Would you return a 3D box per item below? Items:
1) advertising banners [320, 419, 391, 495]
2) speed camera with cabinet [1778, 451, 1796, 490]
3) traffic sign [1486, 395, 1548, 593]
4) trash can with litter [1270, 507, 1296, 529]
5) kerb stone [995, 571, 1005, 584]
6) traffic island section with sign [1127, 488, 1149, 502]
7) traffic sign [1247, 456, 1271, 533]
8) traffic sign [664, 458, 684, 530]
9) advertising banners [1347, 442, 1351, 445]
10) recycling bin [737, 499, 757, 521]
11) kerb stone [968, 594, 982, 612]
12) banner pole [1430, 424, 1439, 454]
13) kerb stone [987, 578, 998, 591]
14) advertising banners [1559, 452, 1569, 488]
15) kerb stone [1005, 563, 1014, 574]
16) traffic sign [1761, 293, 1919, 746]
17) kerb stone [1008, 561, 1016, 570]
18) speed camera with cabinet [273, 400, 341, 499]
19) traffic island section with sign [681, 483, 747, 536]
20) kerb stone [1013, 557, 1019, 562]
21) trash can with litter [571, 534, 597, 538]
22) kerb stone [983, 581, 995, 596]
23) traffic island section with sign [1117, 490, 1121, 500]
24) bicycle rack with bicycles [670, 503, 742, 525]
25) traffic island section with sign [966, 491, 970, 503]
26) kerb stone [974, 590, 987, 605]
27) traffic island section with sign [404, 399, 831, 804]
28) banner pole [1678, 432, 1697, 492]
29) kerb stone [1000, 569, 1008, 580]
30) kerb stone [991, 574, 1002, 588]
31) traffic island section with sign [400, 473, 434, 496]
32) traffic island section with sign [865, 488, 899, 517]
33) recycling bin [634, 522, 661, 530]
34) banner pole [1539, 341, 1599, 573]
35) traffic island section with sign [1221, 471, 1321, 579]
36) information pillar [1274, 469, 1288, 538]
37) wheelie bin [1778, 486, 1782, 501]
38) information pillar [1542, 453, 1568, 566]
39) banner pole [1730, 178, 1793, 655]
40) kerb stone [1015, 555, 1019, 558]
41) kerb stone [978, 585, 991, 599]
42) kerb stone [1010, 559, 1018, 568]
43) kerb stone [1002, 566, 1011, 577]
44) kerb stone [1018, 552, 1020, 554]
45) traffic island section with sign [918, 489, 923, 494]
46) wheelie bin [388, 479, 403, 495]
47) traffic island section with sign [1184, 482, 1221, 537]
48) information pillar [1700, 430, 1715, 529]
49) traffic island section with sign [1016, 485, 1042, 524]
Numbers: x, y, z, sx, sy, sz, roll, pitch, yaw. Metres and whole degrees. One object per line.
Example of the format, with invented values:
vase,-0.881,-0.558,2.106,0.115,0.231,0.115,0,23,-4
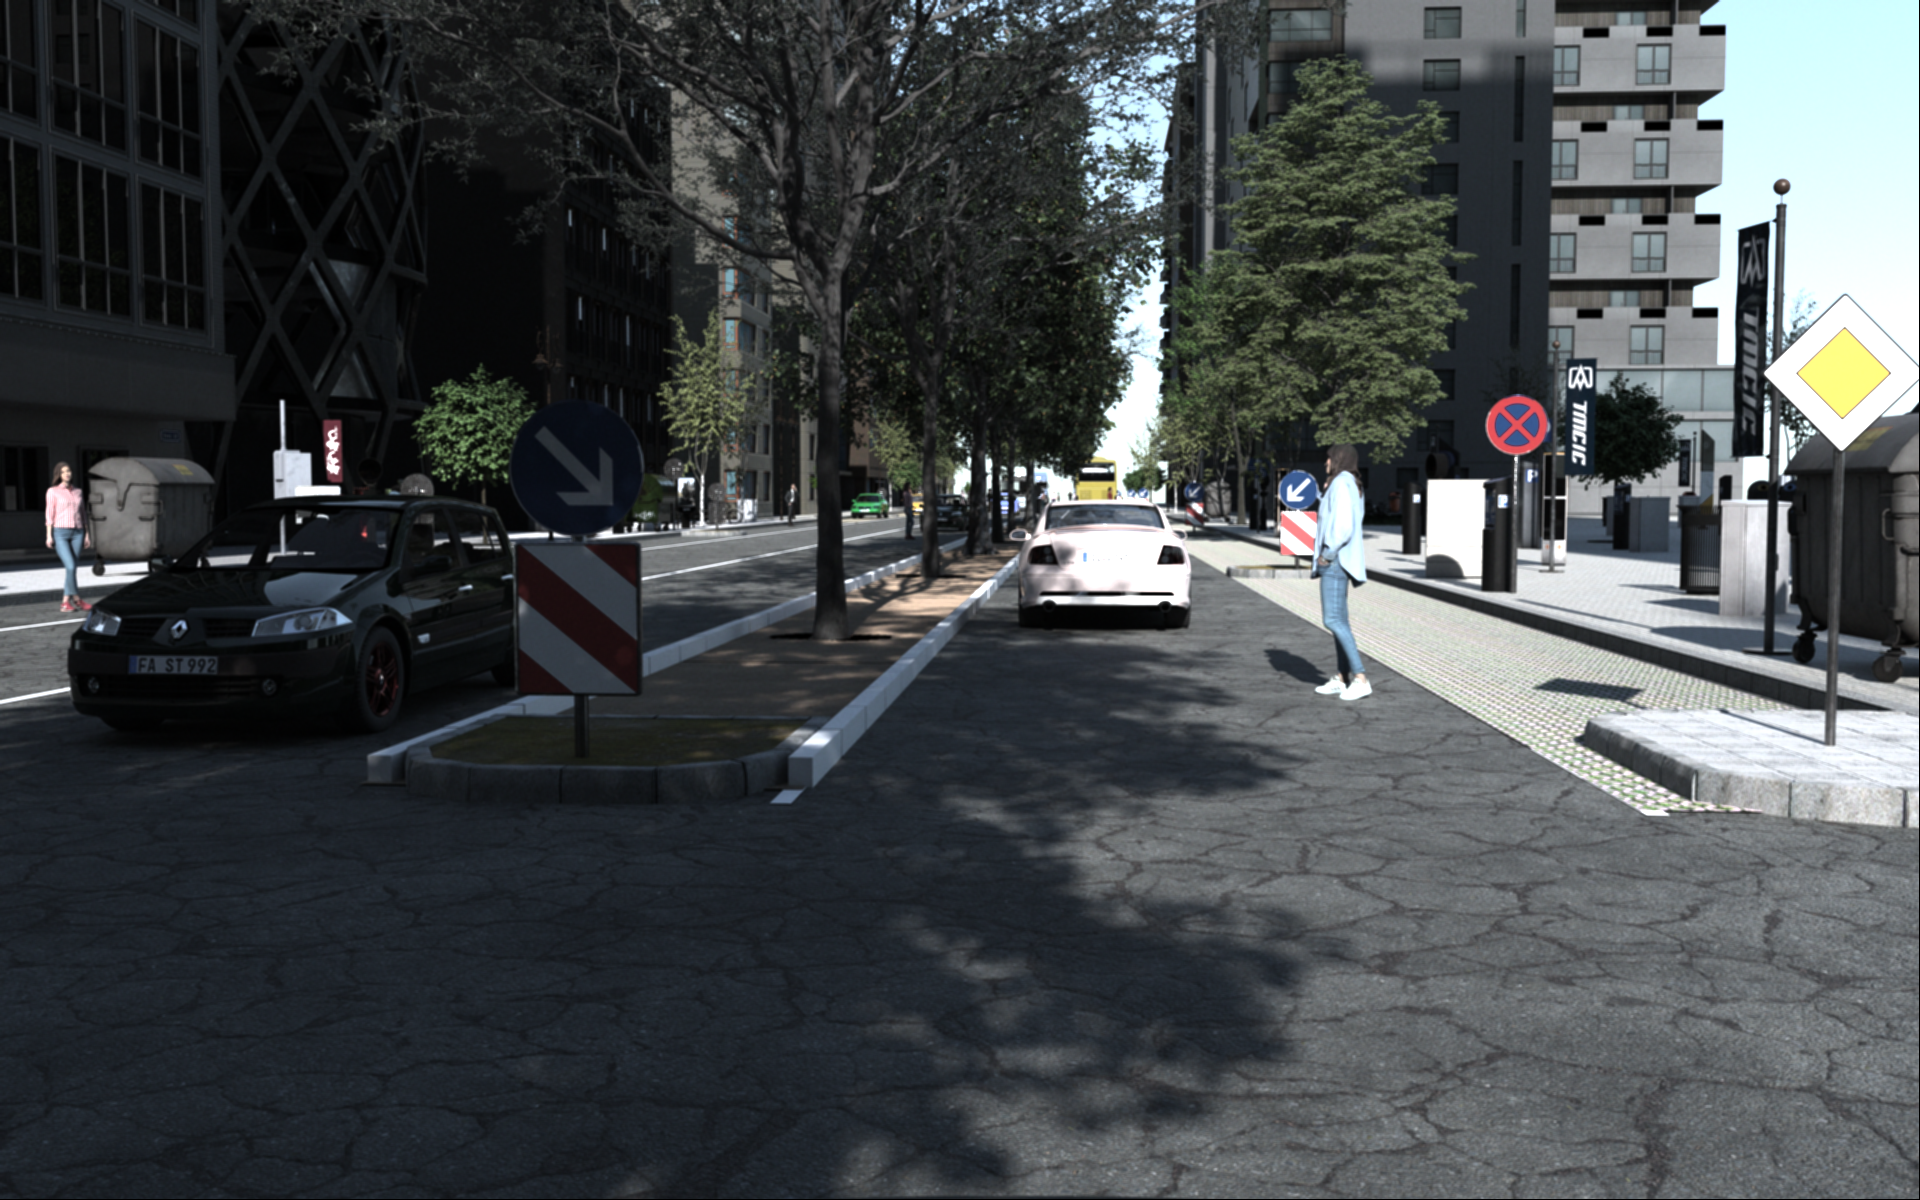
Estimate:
advertising banners,-13.905,-2.706,40.437,2.074,3.025,0.090,0,4,6
speed camera with cabinet,38.523,-5.206,79.449,2.038,3.252,0.660,0,4,-4
traffic sign,7.165,-1.361,22.352,0.768,2.556,0.104,1,4,11
trash can with litter,11.759,-3.217,63.651,2.233,1.210,1.678,0,4,-1
kerb stone,0.594,-0.313,27.311,0.120,0.150,1.000,0,4,4
traffic island section with sign,11.361,-6.116,108.626,1.989,1.847,2.006,0,4,4
traffic sign,9.790,-3.466,56.782,0.768,2.556,0.104,1,4,9
traffic sign,-10.149,-3.750,61.411,0.768,2.556,0.104,1,4,11
advertising banners,13.402,-3.845,59.058,0.090,3.025,2.074,2,4,25
recycling bin,-10.048,-4.236,81.814,0.722,1.027,0.722,-2,4,-35
kerb stone,0.150,0.061,21.195,0.120,0.150,1.000,0,4,4
banner pole,17.145,-4.440,62.616,0.401,3.779,0.863,0,4,-6
kerb stone,0.435,-0.186,25.274,0.120,0.150,1.000,0,4,4
advertising banners,24.180,-4.609,71.552,2.074,3.025,0.090,2,4,31
kerb stone,0.815,-0.501,30.385,0.120,0.150,1.000,0,4,4
traffic sign,4.438,-0.314,8.777,0.795,2.450,0.064,0,4,4
kerb stone,0.887,-0.564,31.410,0.120,0.150,1.000,0,4,4
speed camera with cabinet,-13.619,-2.556,36.122,0.660,3.252,2.038,-3,5,-44
traffic island section with sign,-8.439,-3.128,59.778,1.989,1.847,2.006,0,4,4
kerb stone,1.026,-0.689,33.454,0.120,0.150,1.000,0,4,4
trash can with litter,-11.124,-2.440,51.276,1.055,1.170,0.624,3,5,44
kerb stone,0.370,-0.126,24.254,0.120,0.150,1.000,0,4,4
traffic island section with sign,13.295,-7.763,135.558,1.989,1.847,2.006,0,4,4
bicycle rack with bicycles,-10.836,-3.623,72.617,2.925,0.926,2.852,0,4,6
traffic island section with sign,1.087,-11.180,191.423,1.989,1.847,2.006,0,4,4
kerb stone,0.219,0.005,22.216,0.120,0.150,1.000,0,4,4
traffic island section with sign,-1.792,-0.051,8.964,2.006,1.907,1.989,0,4,4
banner pole,29.311,-4.874,69.705,0.401,3.779,0.863,-3,5,-41
kerb stone,0.659,-0.375,28.331,0.120,0.150,1.000,0,4,4
kerb stone,0.515,-0.251,26.292,0.120,0.150,1.000,0,4,4
traffic island section with sign,-10.404,-1.468,32.626,1.989,1.847,2.006,0,4,4
traffic island section with sign,-4.891,-6.131,108.866,1.989,1.847,2.006,0,4,4
recycling bin,-11.104,-2.994,61.504,0.722,1.027,0.722,3,5,39
banner pole,9.934,-2.339,28.255,0.863,3.779,0.401,2,4,25
traffic island section with sign,5.670,-1.311,30.067,1.989,1.847,2.006,0,4,4
information pillar,9.384,-2.822,50.632,0.304,2.012,0.304,-1,4,-13
wheelie bin,31.469,-3.538,65.755,0.980,1.594,0.693,0,4,6
information pillar,10.643,-1.621,30.992,0.304,2.012,0.304,-1,4,-20
banner pole,6.501,-1.472,14.082,0.401,3.779,0.863,0,4,-5
kerb stone,1.109,-0.751,34.476,0.120,0.150,1.000,0,4,4
kerb stone,0.291,-0.061,23.235,0.120,0.150,1.000,0,4,4
kerb stone,0.954,-0.626,32.430,0.120,0.150,1.000,0,4,4
kerb stone,0.745,-0.438,29.356,0.120,0.150,1.000,0,4,4
kerb stone,1.257,-0.875,36.520,0.120,0.150,1.000,0,4,4
traffic island section with sign,-2.931,-7.787,135.940,1.989,1.847,2.006,0,4,4
wheelie bin,-12.009,-1.818,37.635,0.693,1.594,0.980,1,4,20
traffic island section with sign,7.689,-3.015,57.921,1.989,1.847,2.006,0,4,4
information pillar,27.203,-4.388,63.093,0.504,3.616,0.183,-1,4,-8
traffic island section with sign,3.621,-4.634,83.908,2.006,1.907,1.989,0,4,4
